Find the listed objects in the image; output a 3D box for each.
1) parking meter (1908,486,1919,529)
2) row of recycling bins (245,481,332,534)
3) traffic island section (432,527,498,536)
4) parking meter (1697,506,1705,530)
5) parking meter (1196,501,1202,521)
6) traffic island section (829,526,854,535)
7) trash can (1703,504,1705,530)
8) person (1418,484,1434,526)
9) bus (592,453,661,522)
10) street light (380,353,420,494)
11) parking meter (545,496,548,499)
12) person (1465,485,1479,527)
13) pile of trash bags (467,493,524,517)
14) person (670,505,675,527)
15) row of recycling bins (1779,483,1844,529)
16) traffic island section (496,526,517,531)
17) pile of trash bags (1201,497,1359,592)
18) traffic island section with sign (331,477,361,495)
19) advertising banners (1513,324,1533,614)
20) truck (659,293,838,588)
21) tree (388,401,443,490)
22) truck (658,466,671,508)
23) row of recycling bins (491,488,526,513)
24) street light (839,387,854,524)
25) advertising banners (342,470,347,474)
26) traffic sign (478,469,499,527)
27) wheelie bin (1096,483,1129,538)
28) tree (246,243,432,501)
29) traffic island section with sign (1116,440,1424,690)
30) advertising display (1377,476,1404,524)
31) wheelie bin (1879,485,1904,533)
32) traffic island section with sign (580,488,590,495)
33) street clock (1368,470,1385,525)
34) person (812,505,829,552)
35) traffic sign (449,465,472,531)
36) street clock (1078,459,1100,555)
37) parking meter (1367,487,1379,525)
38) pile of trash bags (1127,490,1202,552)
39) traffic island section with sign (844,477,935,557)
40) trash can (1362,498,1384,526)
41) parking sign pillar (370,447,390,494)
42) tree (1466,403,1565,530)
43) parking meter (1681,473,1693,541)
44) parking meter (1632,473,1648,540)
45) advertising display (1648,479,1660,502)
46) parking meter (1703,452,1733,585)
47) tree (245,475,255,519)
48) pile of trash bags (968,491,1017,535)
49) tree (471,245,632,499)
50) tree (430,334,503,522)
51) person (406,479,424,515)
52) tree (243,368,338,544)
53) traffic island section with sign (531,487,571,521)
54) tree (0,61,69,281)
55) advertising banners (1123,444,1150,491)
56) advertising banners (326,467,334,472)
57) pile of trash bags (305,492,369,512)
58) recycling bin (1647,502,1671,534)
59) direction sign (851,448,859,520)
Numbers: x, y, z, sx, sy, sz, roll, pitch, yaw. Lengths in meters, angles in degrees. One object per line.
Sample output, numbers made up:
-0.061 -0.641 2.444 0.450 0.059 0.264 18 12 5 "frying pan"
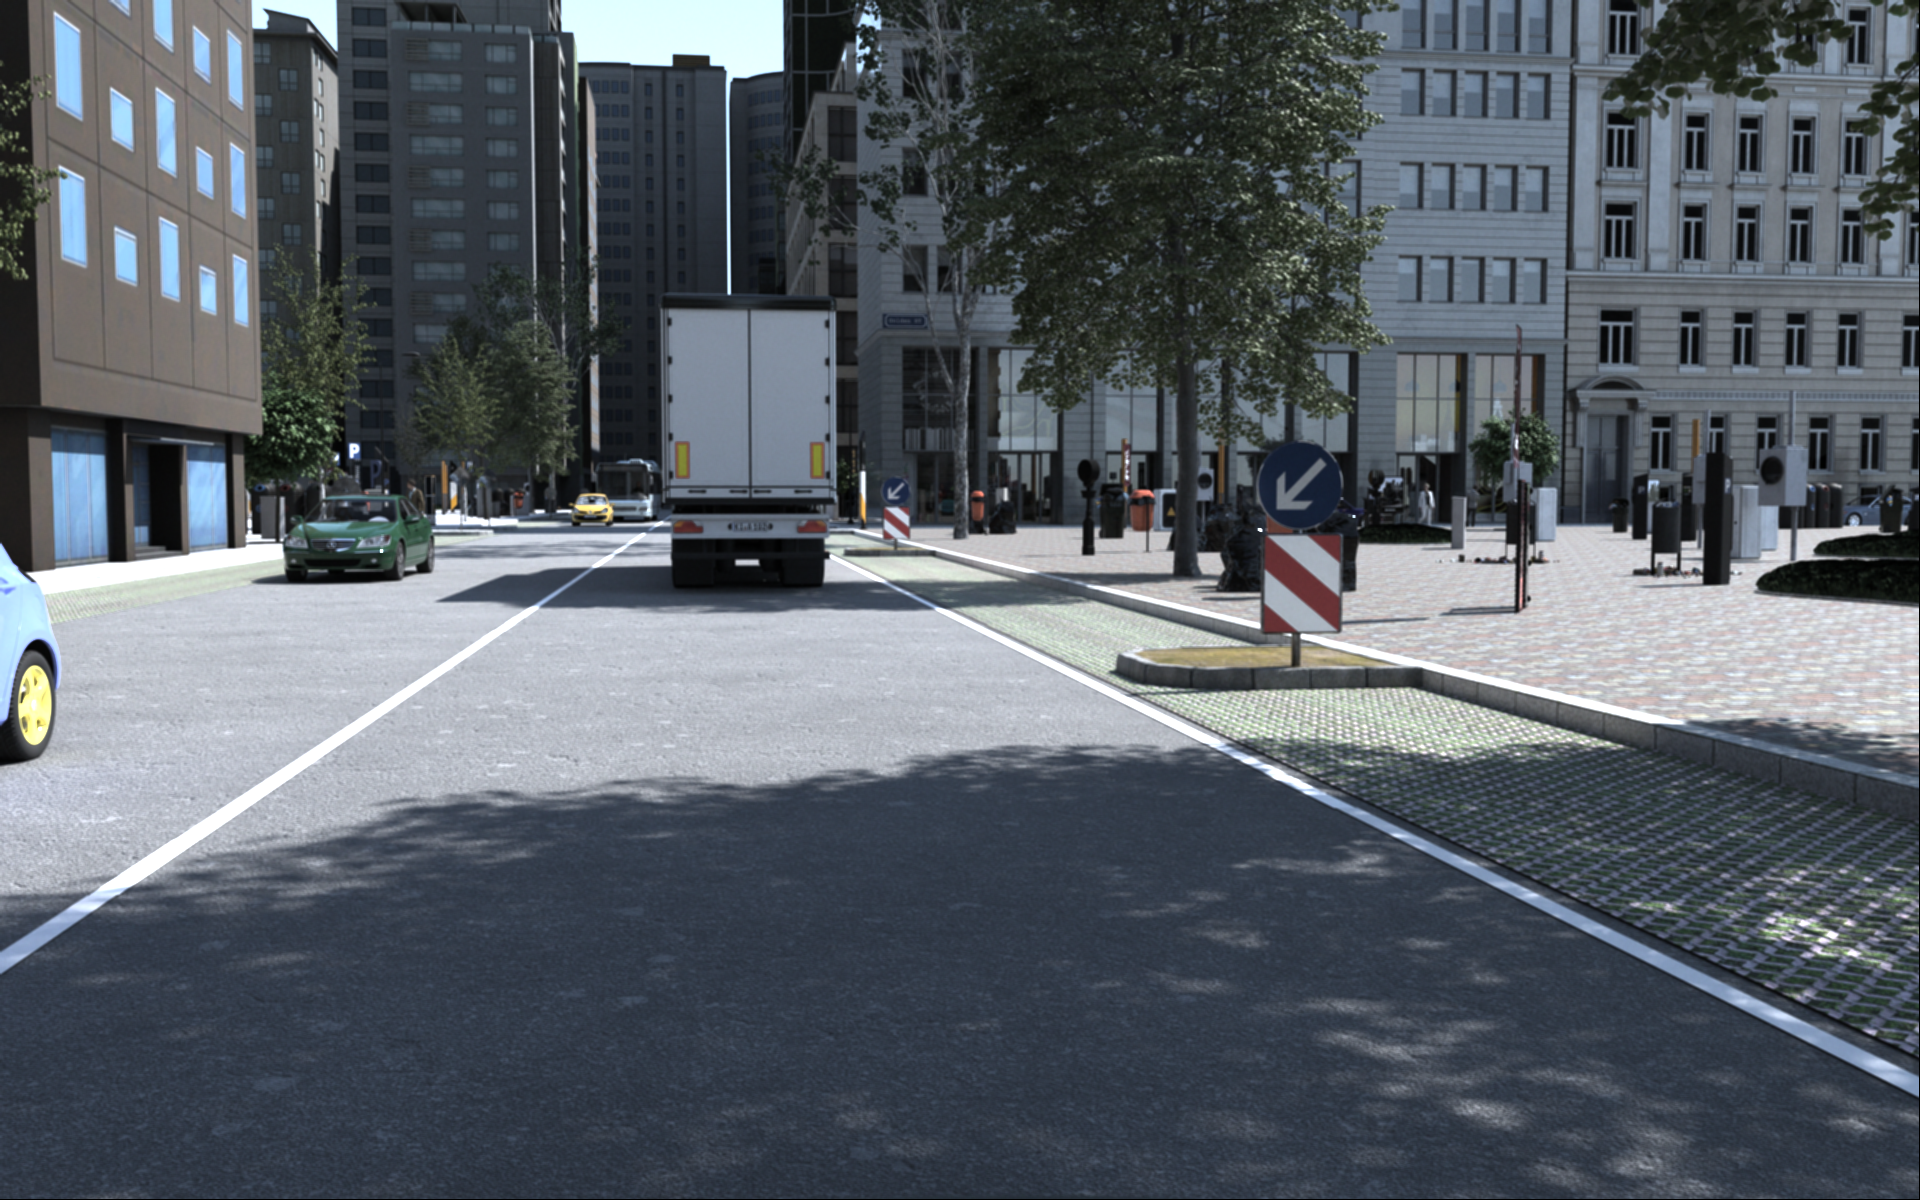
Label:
27.083 -2.487 49.069 0.372 1.533 0.369 0 3 0 "parking meter"
-21.904 -2.960 55.511 3.534 1.692 1.069 0 4 -1 "row of recycling bins"
-17.428 -2.336 60.473 2.009 0.180 2.903 -1 4 -8 "traffic island section"
26.501 -3.264 61.773 0.372 1.533 0.369 0 3 0 "parking meter"
8.829 -3.562 63.951 0.255 1.863 0.399 0 4 -7 "parking meter"
-4.921 -2.448 62.314 2.009 0.180 2.903 -1 4 -8 "traffic island section"
25.747 -2.916 59.334 0.748 1.137 0.748 0 3 0 "trash can"
18.398 -3.677 68.499 0.514 1.842 0.818 -2 4 -26 "person"
-17.368 -5.892 91.199 2.948 3.499 13.247 0 4 -7 "bus"
-18.424 -5.160 56.912 1.470 5.913 1.316 -1 4 -8 "street light"
-29.869 -7.157 125.426 0.372 1.533 0.369 0 3 0 "parking meter"
20.029 -3.618 67.832 0.592 1.802 0.473 1 4 20 "person"
-26.529 -5.489 99.489 1.912 1.369 3.447 3 4 37 "pile of trash bags"
-12.392 -4.108 75.894 0.641 1.798 0.478 -1 4 -14 "person"
31.863 -3.535 64.903 3.534 1.692 1.069 -2 4 -34 "row of recycling bins"
-18.597 -2.819 68.373 2.009 0.180 2.903 -1 4 -8 "traffic island section"
4.291 -0.800 22.833 1.912 1.369 3.447 1 4 12 "pile of trash bags"
-13.986 -1.880 39.368 1.989 1.847 2.006 -1 4 -8 "traffic island section with sign"
6.121 -1.387 18.866 0.090 3.025 2.074 1 4 23 "advertising banners"
-3.726 -2.508 29.920 2.839 4.237 11.283 0 4 -8 "truck"
-42.251 -11.219 133.797 4.360 8.622 3.978 0 3 0 "tree"
-30.150 -11.571 178.103 2.839 4.237 11.283 -1 4 -9 "truck"
-30.745 -6.694 116.560 1.069 1.692 3.534 3 5 40 "row of recycling bins"
-5.203 -6.187 73.694 1.470 5.913 1.316 -1 4 -8 "street light"
-44.874 -7.889 125.178 0.090 3.025 2.074 0 4 -3 "advertising banners"
-18.575 -3.955 68.314 0.795 2.450 0.064 -1 4 -8 "traffic sign"
4.451 -2.591 50.267 0.980 1.594 0.693 -1 4 -12 "wheelie bin"
-18.794 -6.114 50.322 4.737 8.622 4.395 0 3 0 "tree"
2.297 -0.301 13.549 1.989 1.847 2.006 -1 4 -8 "traffic island section with sign"
15.447 -3.489 62.257 0.974 1.923 0.123 1 4 9 "advertising display"
30.911 -3.031 57.467 0.693 1.594 0.980 1 4 17 "wheelie bin"
-25.861 -6.791 119.664 1.989 1.847 2.006 -1 4 -8 "traffic island section with sign"
12.323 -2.857 51.284 0.358 2.002 0.471 -2 4 -26 "street clock"
-3.575 -2.064 42.347 0.635 1.810 0.391 2 4 26 "person"
-17.405 -3.472 60.415 0.795 2.450 0.064 -1 4 -8 "traffic sign"
2.695 -1.941 36.306 0.358 2.002 0.471 -2 4 -35 "street clock"
14.361 -3.170 60.245 0.372 1.533 0.369 0 3 0 "parking meter"
5.330 -1.785 38.943 3.447 1.369 1.912 -2 4 -24 "pile of trash bags"
-1.679 -1.940 40.354 1.989 1.847 2.006 -1 4 -8 "traffic island section with sign"
14.626 -3.041 61.376 0.748 1.137 0.748 0 3 0 "trash can"
-32.868 -6.710 98.185 1.447 3.967 1.447 3 5 41 "parking sign pillar"
19.851 -4.784 61.931 4.285 4.588 4.351 0 3 0 "tree"
19.805 -2.538 47.202 0.255 1.863 0.399 1 4 22 "parking meter"
19.186 -2.641 48.897 0.399 1.863 0.255 1 4 10 "parking meter"
29.926 -4.264 74.928 0.974 1.923 0.123 -2 4 -35 "advertising display"
10.739 -1.151 24.534 0.399 1.863 0.255 -3 5 -45 "parking meter"
-35.926 -5.726 88.214 1.663 3.219 1.824 0 3 0 "tree"
0.804 -2.801 55.545 1.912 1.369 3.447 1 4 9 "pile of trash bags"
-29.138 -16.745 129.672 12.611 20.169 13.585 0 3 0 "tree"
-22.714 -7.863 78.923 4.737 8.622 4.395 0 3 0 "tree"
-15.032 -2.396 47.589 0.656 1.842 0.836 -1 4 -10 "person"
-17.837 -3.754 45.086 4.285 4.588 4.351 0 3 0 "tree"
-21.883 -5.146 92.759 1.989 1.847 2.006 -1 4 -8 "traffic island section with sign"
-15.407 -4.587 25.368 4.737 8.622 4.395 0 3 0 "tree"
6.244 -3.972 61.122 0.090 3.025 2.074 2 4 34 "advertising banners"
-41.381 -7.071 111.795 2.074 3.025 0.090 0 4 6 "advertising banners"
-27.631 -4.066 76.239 3.447 1.369 1.912 0 4 0 "pile of trash bags"
22.653 -2.669 56.189 0.722 1.027 0.722 1 4 17 "recycling bin"
-5.125 -5.715 85.443 0.379 3.537 0.876 2 4 27 "direction sign"
